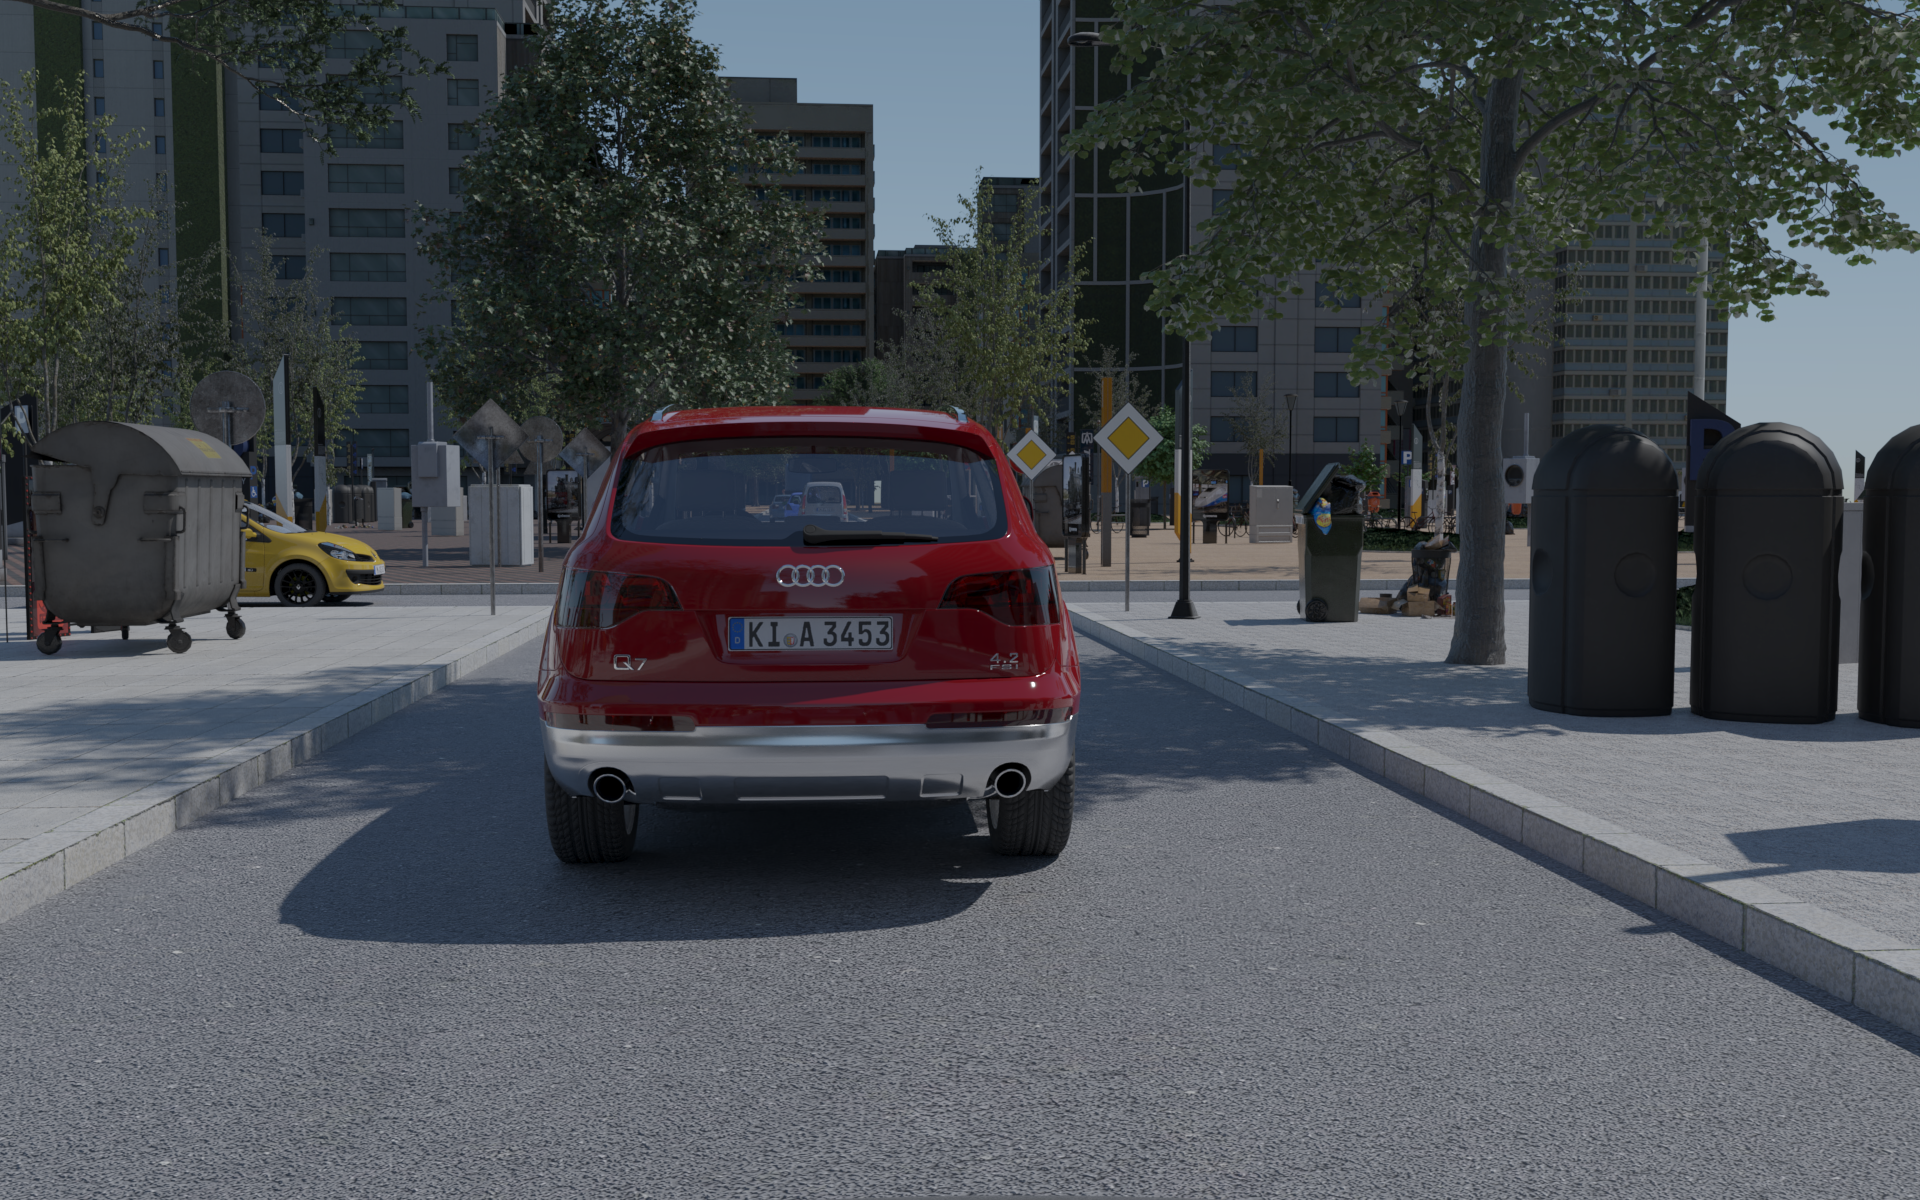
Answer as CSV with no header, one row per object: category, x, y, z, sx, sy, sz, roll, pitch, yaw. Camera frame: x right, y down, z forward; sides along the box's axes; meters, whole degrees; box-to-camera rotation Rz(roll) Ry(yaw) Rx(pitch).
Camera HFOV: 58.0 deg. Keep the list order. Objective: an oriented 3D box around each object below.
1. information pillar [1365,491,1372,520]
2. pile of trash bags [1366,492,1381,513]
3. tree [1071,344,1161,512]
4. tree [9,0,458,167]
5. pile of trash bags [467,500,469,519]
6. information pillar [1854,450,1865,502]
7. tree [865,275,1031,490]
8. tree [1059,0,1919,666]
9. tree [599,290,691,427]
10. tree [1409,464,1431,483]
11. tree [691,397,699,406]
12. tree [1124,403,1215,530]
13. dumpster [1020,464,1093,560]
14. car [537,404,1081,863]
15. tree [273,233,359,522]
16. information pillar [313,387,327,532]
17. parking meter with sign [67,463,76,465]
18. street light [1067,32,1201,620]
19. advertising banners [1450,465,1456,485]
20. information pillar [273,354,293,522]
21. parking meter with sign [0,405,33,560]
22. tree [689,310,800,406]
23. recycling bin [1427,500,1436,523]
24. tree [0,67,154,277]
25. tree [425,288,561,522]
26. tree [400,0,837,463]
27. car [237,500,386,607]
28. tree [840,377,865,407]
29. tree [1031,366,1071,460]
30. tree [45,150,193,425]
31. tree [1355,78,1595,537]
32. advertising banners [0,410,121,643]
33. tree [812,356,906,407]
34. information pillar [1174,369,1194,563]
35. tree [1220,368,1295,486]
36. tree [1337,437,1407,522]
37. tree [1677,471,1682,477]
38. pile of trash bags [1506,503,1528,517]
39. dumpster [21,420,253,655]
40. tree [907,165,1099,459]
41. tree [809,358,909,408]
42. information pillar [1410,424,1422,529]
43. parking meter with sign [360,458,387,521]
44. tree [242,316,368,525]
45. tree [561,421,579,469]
information pillar,19.935,-4.901,84.621,0.304,2.012,0.304,1,4,21
pile of trash bags,17.250,-4.161,77.793,3.447,1.369,1.912,-1,4,-11
tree,7.724,-8.204,84.494,4.360,8.622,3.978,0,3,0
tree,-6.123,-4.545,8.731,7.601,10.594,8.767,0,4,4
pile of trash bags,-24.420,-4.973,91.058,3.447,1.369,1.912,1,4,10
information pillar,47.210,-6.090,90.930,0.504,3.616,0.183,3,5,41
tree,-0.354,-6.627,58.713,4.360,8.622,3.978,0,3,0
tree,4.330,-5.800,12.954,7.486,12.596,7.792,0,3,0
tree,-10.377,-6.503,56.685,4.360,8.622,3.978,0,3,0
tree,20.843,-5.183,79.337,1.663,3.219,1.824,0,3,0
tree,-11.861,-8.508,73.515,7.601,10.594,8.767,-1,4,-9
tree,7.493,-4.819,62.502,4.285,4.588,4.351,0,3,0
dumpster,1.931,-1.757,34.480,1.264,1.857,1.865,0,4,-5
car,-0.701,0.021,8.329,2.281,1.827,5.304,0,4,-5
tree,-18.542,-5.959,47.787,4.360,8.622,3.978,0,3,0
information pillar,-14.054,-2.855,38.032,0.183,3.616,0.504,0,4,-1
parking meter with sign,-21.955,-2.865,43.109,0.543,3.016,1.738,1,4,20
street light,1.777,-2.759,17.656,1.470,5.913,1.316,0,4,-5
advertising banners,28.903,-6.555,103.359,2.074,3.025,0.090,-2,4,-34
information pillar,-11.453,-2.322,29.318,0.183,3.616,0.504,-3,5,-43
parking meter with sign,-18.948,-2.281,33.552,0.543,3.016,1.738,3,4,37
tree,-13.564,-11.596,107.729,7.486,12.596,7.792,0,3,0
recycling bin,20.595,-3.903,76.368,0.722,1.027,0.722,-2,4,-24
tree,-15.890,-4.844,29.568,4.737,8.622,4.395,0,3,0
tree,-16.359,-6.660,59.254,4.737,8.622,4.395,0,3,0
tree,-7.565,-7.417,38.283,9.611,12.733,9.660,0,3,0
car,-9.456,-0.731,22.180,3.980,1.641,2.015,0,4,-5
tree,-3.232,-7.885,79.282,4.360,8.622,3.978,0,3,0
tree,4.538,-9.173,100.340,4.360,8.622,3.978,0,3,0
tree,-18.311,-5.365,38.088,4.360,8.622,3.978,0,3,0
tree,8.718,-4.897,30.424,4.360,8.622,3.978,0,3,0
advertising banners,-8.109,-1.173,15.370,0.090,3.025,2.074,1,4,14
tree,-7.532,-12.495,130.050,9.928,11.665,9.643,0,3,0
information pillar,4.185,-2.510,32.386,0.183,3.616,0.504,3,5,39
tree,17.414,-9.265,101.843,4.360,8.622,3.978,0,3,0
tree,13.739,-3.908,58.500,1.663,3.219,1.824,0,3,0
tree,28.772,-4.436,67.125,1.663,3.219,1.824,0,3,0
pile of trash bags,30.400,-4.952,90.723,3.447,1.369,1.912,2,4,32
dumpster,-6.845,-0.535,14.514,1.264,1.857,1.865,0,4,-5
tree,0.928,-5.475,39.877,4.737,8.622,4.395,0,3,0
tree,-6.263,-11.257,118.465,8.767,10.594,7.601,-2,4,-28
information pillar,15.302,-4.083,58.104,0.504,3.616,0.183,-3,5,-39
parking meter with sign,-27.852,-5.314,83.149,1.738,3.016,0.543,-1,4,-16
tree,-26.084,-7.360,70.699,4.737,8.622,4.395,0,3,0
tree,-18.976,-7.953,80.398,4.737,8.622,4.395,0,3,0
